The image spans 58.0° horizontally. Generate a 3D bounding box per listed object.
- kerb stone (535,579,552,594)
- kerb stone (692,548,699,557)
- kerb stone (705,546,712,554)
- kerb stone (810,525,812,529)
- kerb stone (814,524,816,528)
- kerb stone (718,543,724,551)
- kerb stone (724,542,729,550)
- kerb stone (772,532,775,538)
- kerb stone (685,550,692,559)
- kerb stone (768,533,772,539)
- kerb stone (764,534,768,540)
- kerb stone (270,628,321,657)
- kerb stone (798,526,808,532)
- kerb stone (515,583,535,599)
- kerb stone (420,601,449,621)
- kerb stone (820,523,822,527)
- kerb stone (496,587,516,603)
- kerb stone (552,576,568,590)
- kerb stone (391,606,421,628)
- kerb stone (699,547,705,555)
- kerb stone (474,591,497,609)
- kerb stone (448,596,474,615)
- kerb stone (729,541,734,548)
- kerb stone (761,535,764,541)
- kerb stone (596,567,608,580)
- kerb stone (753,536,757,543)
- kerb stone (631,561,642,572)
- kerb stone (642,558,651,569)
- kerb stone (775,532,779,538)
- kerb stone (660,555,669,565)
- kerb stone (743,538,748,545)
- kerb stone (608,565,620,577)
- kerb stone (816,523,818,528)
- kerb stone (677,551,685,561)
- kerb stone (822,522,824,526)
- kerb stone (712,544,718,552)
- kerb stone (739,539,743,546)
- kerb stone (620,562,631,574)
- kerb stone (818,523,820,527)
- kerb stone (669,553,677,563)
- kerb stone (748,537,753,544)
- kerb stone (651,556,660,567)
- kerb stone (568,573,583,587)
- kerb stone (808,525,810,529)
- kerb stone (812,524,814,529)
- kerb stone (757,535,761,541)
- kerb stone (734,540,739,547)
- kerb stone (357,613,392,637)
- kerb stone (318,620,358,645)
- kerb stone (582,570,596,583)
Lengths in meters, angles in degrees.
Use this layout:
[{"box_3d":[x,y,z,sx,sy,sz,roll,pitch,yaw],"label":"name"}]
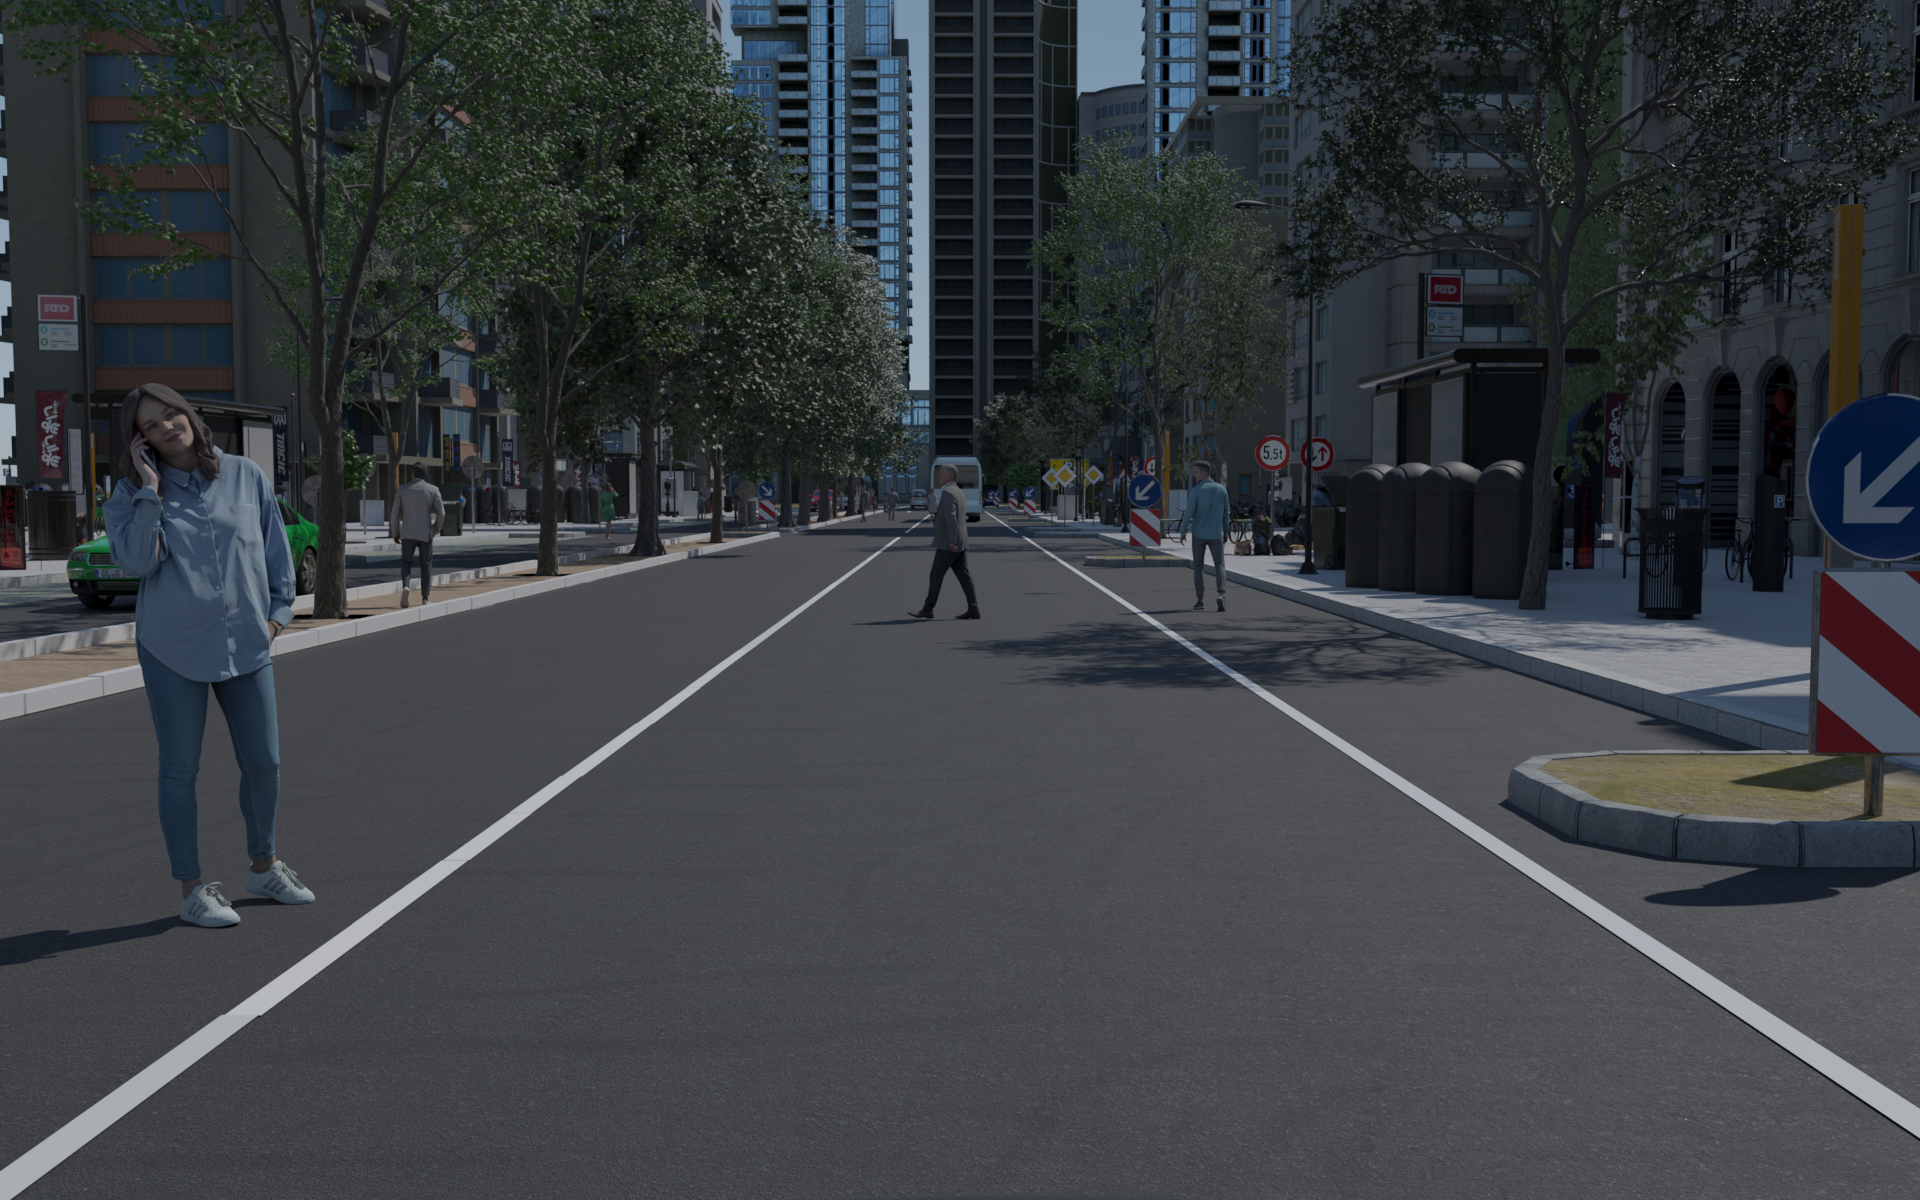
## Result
[{"box_3d":[-6.118,-0.173,25.054,0.120,0.150,1.000,0,3,0],"label":"kerb stone"},{"box_3d":[-6.132,-1.052,39.399,0.120,0.150,1.000,0,3,0],"label":"kerb stone"},{"box_3d":[-6.134,-1.177,41.445,0.120,0.150,1.000,0,3,0],"label":"kerb stone"},{"box_3d":[-6.164,-2.902,69.647,0.120,0.150,1.000,0,3,0],"label":"kerb stone"},{"box_3d":[-6.154,-3.025,71.698,0.120,0.150,1.000,0,3,0],"label":"kerb stone"},{"box_3d":[-6.133,-1.304,43.509,0.120,0.150,1.000,0,3,0],"label":"kerb stone"},{"box_3d":[-6.135,-1.365,44.531,0.120,0.150,1.000,0,3,0],"label":"kerb stone"},{"box_3d":[-6.143,-2.055,55.787,0.120,0.150,1.000,0,3,0],"label":"kerb stone"},{"box_3d":[-6.125,-0.984,38.371,0.120,0.150,1.000,0,3,0],"label":"kerb stone"},{"box_3d":[-6.150,-1.990,54.765,0.120,0.150,1.000,0,3,0],"label":"kerb stone"},{"box_3d":[-6.148,-1.927,53.743,0.120,0.150,1.000,0,3,0],"label":"kerb stone"},{"box_3d":[-6.110,0.396,15.821,0.120,0.150,1.000,0,3,0],"label":"kerb stone"},{"box_3d":[-6.152,-2.777,67.599,0.120,0.150,1.000,0,3,0],"label":"kerb stone"},{"box_3d":[-6.116,-0.112,24.029,0.120,0.150,1.000,0,3,0],"label":"kerb stone"},{"box_3d":[-6.118,0.139,19.923,0.120,0.150,1.000,0,3,0],"label":"kerb stone"},{"box_3d":[-6.160,-3.214,74.785,0.120,0.150,1.000,0,3,0],"label":"kerb stone"},{"box_3d":[-6.118,-0.049,23.007,0.120,0.150,1.000,0,3,0],"label":"kerb stone"},{"box_3d":[-6.120,-0.237,26.076,0.120,0.150,1.000,0,3,0],"label":"kerb stone"},{"box_3d":[-6.122,0.206,18.902,0.120,0.150,1.000,0,3,0],"label":"kerb stone"},{"box_3d":[-6.138,-1.110,40.421,0.120,0.150,1.000,0,3,0],"label":"kerb stone"},{"box_3d":[-6.109,0.019,21.984,0.120,0.150,1.000,0,3,0],"label":"kerb stone"},{"box_3d":[-6.114,0.076,20.949,0.120,0.150,1.000,0,3,0],"label":"kerb stone"},{"box_3d":[-6.137,-1.418,45.562,0.120,0.150,1.000,0,3,0],"label":"kerb stone"},{"box_3d":[-6.149,-1.867,52.720,0.120,0.150,1.000,0,3,0],"label":"kerb stone"},{"box_3d":[-6.127,-0.422,29.153,0.120,0.150,1.000,0,3,0],"label":"kerb stone"},{"box_3d":[-6.142,-1.739,50.673,0.120,0.150,1.000,0,3,0],"label":"kerb stone"},{"box_3d":[-6.125,-0.613,32.223,0.120,0.150,1.000,0,3,0],"label":"kerb stone"},{"box_3d":[-6.126,-0.665,33.246,0.120,0.150,1.000,0,3,0],"label":"kerb stone"},{"box_3d":[-6.146,-2.117,56.809,0.120,0.150,1.000,0,3,0],"label":"kerb stone"},{"box_3d":[-6.129,-0.798,35.289,0.120,0.150,1.000,0,3,0],"label":"kerb stone"},{"box_3d":[-6.143,-1.616,48.629,0.120,0.150,1.000,0,3,0],"label":"kerb stone"},{"box_3d":[-6.125,-0.486,30.179,0.120,0.150,1.000,0,3,0],"label":"kerb stone"},{"box_3d":[-6.149,-3.088,72.727,0.120,0.150,1.000,0,3,0],"label":"kerb stone"},{"box_3d":[-6.132,-0.927,37.348,0.120,0.150,1.000,0,3,0],"label":"kerb stone"},{"box_3d":[-6.166,-3.279,75.815,0.120,0.150,1.000,0,3,0],"label":"kerb stone"},{"box_3d":[-6.137,-1.241,42.487,0.120,0.150,1.000,0,3,0],"label":"kerb stone"},{"box_3d":[-6.145,-1.554,47.605,0.120,0.150,1.000,0,3,0],"label":"kerb stone"},{"box_3d":[-6.122,-0.546,31.201,0.120,0.150,1.000,0,3,0],"label":"kerb stone"},{"box_3d":[-6.165,-3.153,73.750,0.120,0.150,1.000,0,3,0],"label":"kerb stone"},{"box_3d":[-6.133,-0.861,36.316,0.120,0.150,1.000,0,3,0],"label":"kerb stone"},{"box_3d":[-6.140,-1.679,49.651,0.120,0.150,1.000,0,3,0],"label":"kerb stone"},{"box_3d":[-6.133,-0.738,34.267,0.120,0.150,1.000,0,3,0],"label":"kerb stone"},{"box_3d":[-6.115,-0.300,27.097,0.120,0.150,1.000,0,3,0],"label":"kerb stone"},{"box_3d":[-6.160,-2.835,68.623,0.120,0.150,1.000,0,3,0],"label":"kerb stone"},{"box_3d":[-6.164,-2.964,70.675,0.120,0.150,1.000,0,3,0],"label":"kerb stone"},{"box_3d":[-6.138,-1.804,51.695,0.120,0.150,1.000,0,3,0],"label":"kerb stone"},{"box_3d":[-6.143,-1.490,46.584,0.120,0.150,1.000,0,3,0],"label":"kerb stone"},{"box_3d":[-6.110,0.264,17.871,0.120,0.150,1.000,0,3,0],"label":"kerb stone"},{"box_3d":[-6.113,0.327,16.848,0.120,0.150,1.000,0,3,0],"label":"kerb stone"},{"box_3d":[-6.119,-0.363,28.131,0.120,0.150,1.000,0,3,0],"label":"kerb stone"}]
